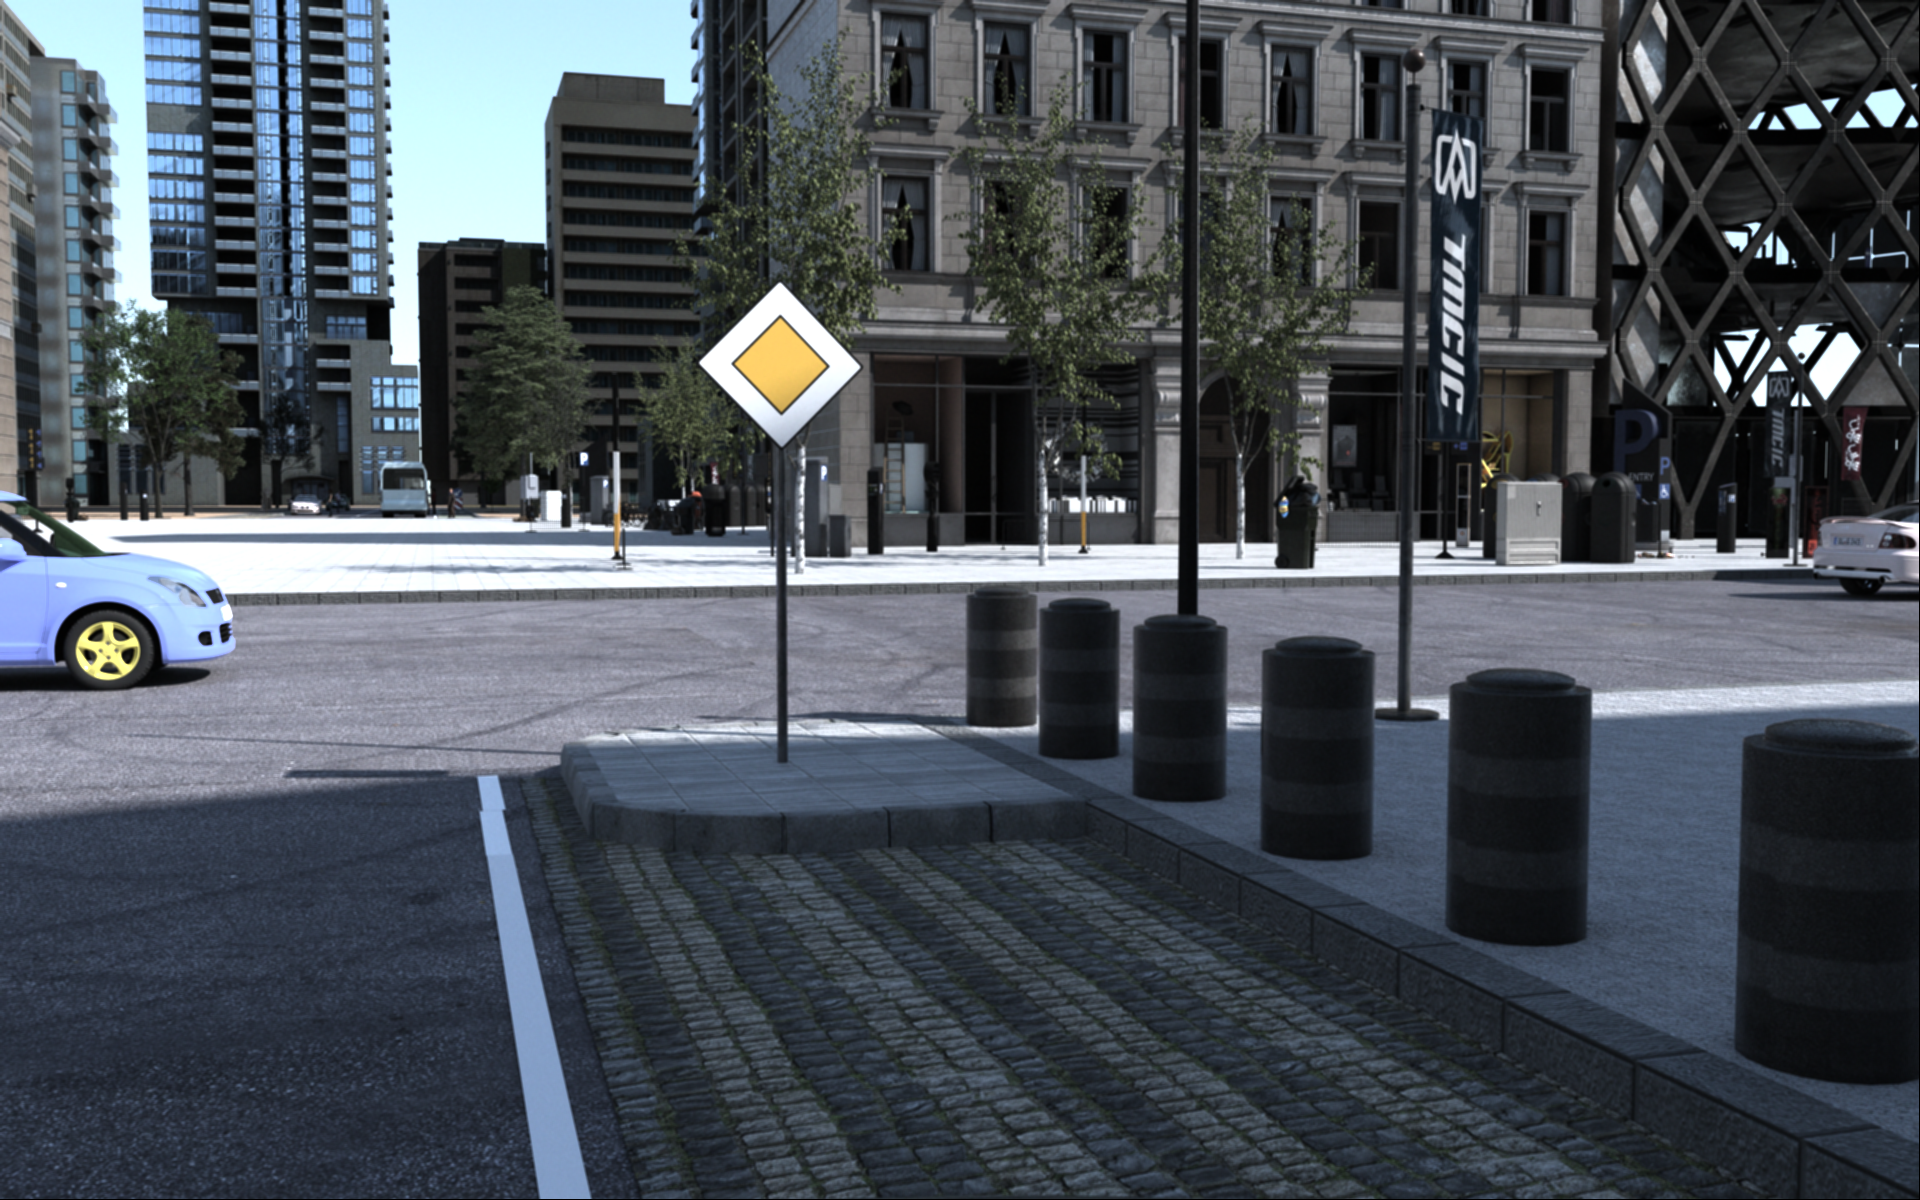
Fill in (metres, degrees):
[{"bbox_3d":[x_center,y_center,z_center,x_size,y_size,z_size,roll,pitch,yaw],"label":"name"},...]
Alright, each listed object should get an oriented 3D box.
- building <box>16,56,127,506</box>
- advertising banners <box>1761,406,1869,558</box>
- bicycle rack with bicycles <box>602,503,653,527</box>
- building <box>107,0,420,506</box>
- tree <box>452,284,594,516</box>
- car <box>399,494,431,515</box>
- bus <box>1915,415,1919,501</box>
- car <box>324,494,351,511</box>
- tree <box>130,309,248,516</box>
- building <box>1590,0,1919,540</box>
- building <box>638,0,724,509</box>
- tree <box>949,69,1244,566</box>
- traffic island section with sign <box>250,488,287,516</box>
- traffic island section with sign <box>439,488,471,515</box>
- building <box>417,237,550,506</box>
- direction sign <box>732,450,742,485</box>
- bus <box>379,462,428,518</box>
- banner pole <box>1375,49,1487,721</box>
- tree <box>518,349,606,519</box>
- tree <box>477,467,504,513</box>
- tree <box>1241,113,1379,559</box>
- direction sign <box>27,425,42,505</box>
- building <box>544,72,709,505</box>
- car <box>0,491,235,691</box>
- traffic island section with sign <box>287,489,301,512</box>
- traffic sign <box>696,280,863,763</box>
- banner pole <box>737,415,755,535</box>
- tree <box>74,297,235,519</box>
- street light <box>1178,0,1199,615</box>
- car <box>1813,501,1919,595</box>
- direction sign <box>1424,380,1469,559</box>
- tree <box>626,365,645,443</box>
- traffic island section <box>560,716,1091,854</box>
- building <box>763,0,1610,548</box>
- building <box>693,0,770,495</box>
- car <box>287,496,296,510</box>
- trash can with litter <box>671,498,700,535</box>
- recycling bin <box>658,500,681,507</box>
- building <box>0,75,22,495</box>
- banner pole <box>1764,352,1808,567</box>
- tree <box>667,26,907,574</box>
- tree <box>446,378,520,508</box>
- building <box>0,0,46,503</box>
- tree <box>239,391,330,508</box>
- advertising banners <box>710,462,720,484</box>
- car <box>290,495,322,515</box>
[{"bbox_3d":[-106.950,-34.677,186.569,30.456,49.044,23.786,-1,4,-17],"label":"building"},{"bbox_3d":[17.014,-2.340,34.453,2.074,3.025,0.090,0,4,-2],"label":"advertising banners"},{"bbox_3d":[-12.618,-3.296,67.270,2.925,0.926,2.852,1,4,17],"label":"bicycle rack with bicycles"},{"bbox_3d":[-77.270,-53.869,193.426,31.000,86.520,22.319,-1,4,-17],"label":"building"},{"bbox_3d":[-23.377,-10.762,94.088,7.486,12.596,7.792,0,3,0],"label":"tree"},{"bbox_3d":[-38.359,-6.913,121.702,2.281,1.827,5.304,-1,4,-17],"label":"car"},{"bbox_3d":[22.426,-2.106,29.288,13.247,3.499,2.948,-1,4,-17],"label":"bus"},{"bbox_3d":[-53.273,-8.351,148.329,2.131,1.459,4.920,-1,4,-17],"label":"car"},{"bbox_3d":[-45.243,-10.959,101.233,6.751,12.117,7.091,0,3,0],"label":"tree"},{"bbox_3d":[24.227,-11.522,55.836,16.811,18.784,16.820,-1,4,-17],"label":"building"},{"bbox_3d":[-13.134,-50.504,138.408,22.319,86.520,31.000,-1,4,-17],"label":"building"},{"bbox_3d":[1.651,-4.900,30.479,4.737,8.622,4.395,0,3,0],"label":"tree"},{"bbox_3d":[-45.720,-6.461,114.264,1.989,1.847,2.006,-1,4,-17],"label":"traffic island section with sign"},{"bbox_3d":[-34.385,-6.698,118.141,1.989,1.847,2.006,-1,4,-17],"label":"traffic island section with sign"},{"bbox_3d":[-54.689,-26.098,198.405,14.107,30.474,14.160,-1,4,-17],"label":"building"},{"bbox_3d":[-11.359,-5.916,88.724,0.876,3.537,0.379,3,5,41],"label":"direction sign"},{"bbox_3d":[-33.756,-6.739,105.047,2.948,3.499,13.247,-1,4,-18],"label":"bus"},{"bbox_3d":[2.741,-1.222,9.991,0.863,3.779,0.401,-3,4,-36],"label":"banner pole"},{"bbox_3d":[-19.852,-8.360,87.054,4.360,8.622,3.978,0,3,0],"label":"tree"},{"bbox_3d":[-31.941,-7.583,118.578,1.663,3.219,1.824,0,3,0],"label":"tree"},{"bbox_3d":[5.626,-5.098,33.719,4.737,8.622,4.395,0,3,0],"label":"tree"},{"bbox_3d":[-30.726,-4.010,57.564,0.379,3.537,0.876,0,4,-3],"label":"direction sign"},{"bbox_3d":[-37.854,-35.557,205.051,21.600,48.544,21.300,-1,4,-17],"label":"building"},{"bbox_3d":[-7.479,-0.211,13.045,3.694,1.707,1.945,-1,4,-16],"label":"car"},{"bbox_3d":[-53.647,-8.049,140.223,1.989,1.847,2.006,-1,4,-17],"label":"traffic island section with sign"},{"bbox_3d":[-0.851,-0.280,8.221,0.795,2.450,0.064,-1,4,-17],"label":"traffic sign"},{"bbox_3d":[-6.725,-3.960,54.770,0.401,3.779,0.863,-3,5,-45],"label":"banner pole"},{"bbox_3d":[-42.348,-10.122,91.252,9.928,11.665,9.643,0,3,0],"label":"tree"},{"bbox_3d":[0.612,-2.187,8.306,1.470,5.913,1.316,-1,4,-17],"label":"street light"},{"bbox_3d":[14.373,-0.731,24.311,4.827,1.381,2.083,-1,4,-16],"label":"car"},{"bbox_3d":[9.643,-2.590,34.349,0.876,3.537,0.379,0,4,-1],"label":"direction sign"},{"bbox_3d":[-12.693,-7.799,77.880,4.737,8.622,4.395,0,3,0],"label":"tree"},{"bbox_3d":[-0.831,0.855,8.305,2.009,0.180,2.903,-1,4,-17],"label":"traffic island section"},{"bbox_3d":[-2.913,-11.888,45.279,40.483,20.767,10.553,-1,4,-17],"label":"building"},{"bbox_3d":[-6.174,-41.334,114.066,20.563,71.187,20.611,-1,4,-17],"label":"building"},{"bbox_3d":[-55.619,-8.151,145.852,1.945,1.354,3.894,-1,4,-18],"label":"car"},{"bbox_3d":[-8.650,-2.631,54.401,0.624,1.170,1.055,1,4,16],"label":"trash can with litter"},{"bbox_3d":[-12.482,-3.779,74.348,0.722,1.027,0.722,2,4,35],"label":"recycling bin"},{"bbox_3d":[-32.873,-15.369,37.184,20.117,28.700,13.634,-1,4,-17],"label":"building"},{"bbox_3d":[14.714,-2.498,30.858,0.401,3.779,0.863,-3,4,-36],"label":"banner pole"},{"bbox_3d":[-2.642,-4.739,27.838,4.737,8.622,4.395,0,3,0],"label":"tree"},{"bbox_3d":[-44.759,-14.690,162.229,6.751,12.117,7.091,0,3,0],"label":"tree"},{"bbox_3d":[-78.101,-26.159,119.577,23.993,40.220,32.217,-1,4,-17],"label":"building"},{"bbox_3d":[-61.351,-13.553,156.009,7.601,10.594,8.767,1,4,14],"label":"tree"},{"bbox_3d":[-12.693,-6.058,95.230,2.074,3.025,0.090,-1,4,-9],"label":"advertising banners"},{"bbox_3d":[-44.541,-6.462,118.020,2.083,1.381,4.827,-1,4,-18],"label":"car"}]
